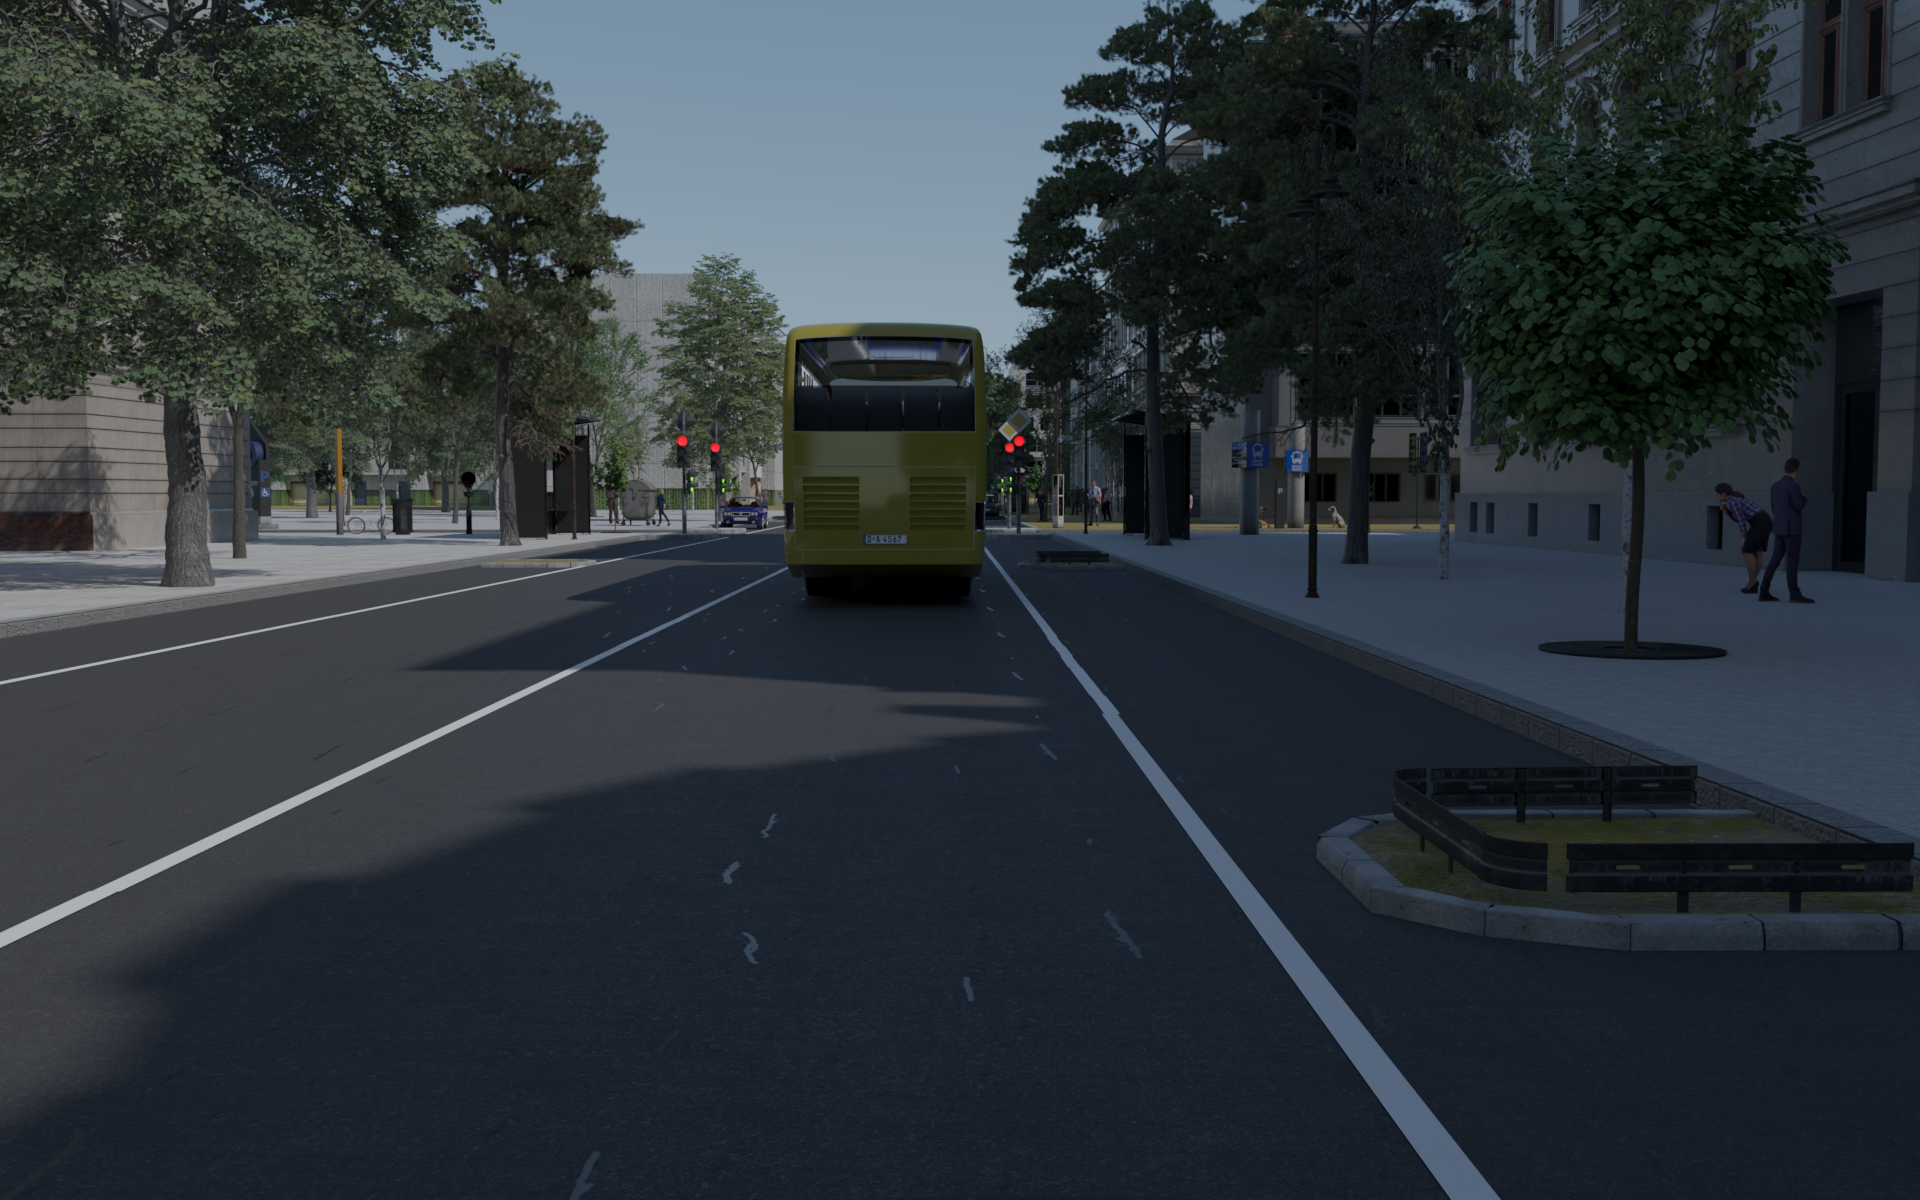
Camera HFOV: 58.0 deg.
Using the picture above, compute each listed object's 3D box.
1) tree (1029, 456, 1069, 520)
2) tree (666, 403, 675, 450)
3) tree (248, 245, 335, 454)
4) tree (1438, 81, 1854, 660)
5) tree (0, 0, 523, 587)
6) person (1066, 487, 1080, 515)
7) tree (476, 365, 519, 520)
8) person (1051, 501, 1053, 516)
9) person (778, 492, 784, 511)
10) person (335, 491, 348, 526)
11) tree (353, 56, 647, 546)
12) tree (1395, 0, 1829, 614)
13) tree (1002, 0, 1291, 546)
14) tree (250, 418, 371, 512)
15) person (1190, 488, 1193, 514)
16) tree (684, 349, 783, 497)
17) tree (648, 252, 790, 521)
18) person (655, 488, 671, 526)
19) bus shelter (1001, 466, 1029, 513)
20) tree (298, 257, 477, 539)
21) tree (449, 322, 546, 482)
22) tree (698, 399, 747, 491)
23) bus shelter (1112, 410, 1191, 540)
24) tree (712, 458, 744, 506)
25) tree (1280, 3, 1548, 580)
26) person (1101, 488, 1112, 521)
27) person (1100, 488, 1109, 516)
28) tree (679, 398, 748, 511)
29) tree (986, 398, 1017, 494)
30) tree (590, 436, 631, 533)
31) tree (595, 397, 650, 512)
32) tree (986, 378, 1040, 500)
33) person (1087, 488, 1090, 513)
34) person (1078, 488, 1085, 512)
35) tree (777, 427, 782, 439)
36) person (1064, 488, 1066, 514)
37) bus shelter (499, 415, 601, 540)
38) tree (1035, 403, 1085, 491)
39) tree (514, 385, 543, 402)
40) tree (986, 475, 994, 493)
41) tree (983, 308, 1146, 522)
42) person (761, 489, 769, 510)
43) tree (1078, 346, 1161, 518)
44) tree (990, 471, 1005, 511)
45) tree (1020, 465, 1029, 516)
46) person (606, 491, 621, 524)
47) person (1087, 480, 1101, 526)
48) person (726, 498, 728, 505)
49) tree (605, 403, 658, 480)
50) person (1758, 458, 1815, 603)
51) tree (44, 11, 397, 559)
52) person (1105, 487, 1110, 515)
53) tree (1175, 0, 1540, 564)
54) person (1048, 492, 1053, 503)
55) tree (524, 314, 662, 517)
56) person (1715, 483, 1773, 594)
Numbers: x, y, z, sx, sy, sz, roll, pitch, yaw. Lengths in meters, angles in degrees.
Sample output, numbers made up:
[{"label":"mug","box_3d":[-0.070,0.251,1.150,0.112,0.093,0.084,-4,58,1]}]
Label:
[{"label":"tree","box_3d":[4.458,-5.536,85.117,1.663,3.219,1.824,0,3,0]},{"label":"tree","box_3d":[-19.781,-10.873,128.143,4.360,8.622,3.978,0,3,0]},{"label":"tree","box_3d":[-33.054,-10.510,79.269,7.806,13.903,7.818,0,3,0]},{"label":"tree","box_3d":[5.397,-1.846,13.903,4.285,4.588,4.351,0,3,0]},{"label":"tree","box_3d":[-10.764,-7.151,23.580,9.857,13.997,8.962,0,3,0]},{"label":"person","box_3d":[6.906,-5.941,103.870,0.565,1.739,0.600,-2,4,-35]},{"label":"tree","box_3d":[-22.701,-8.193,84.316,4.360,8.622,3.978,0,3,0]},{"label":"person","box_3d":[5.503,-5.823,101.937,0.600,1.739,0.565,-2,4,-31]},{"label":"person","box_3d":[-13.692,-7.614,133.768,0.697,1.427,0.421,0,4,4]},{"label":"person","box_3d":[-24.823,-3.794,69.549,0.593,1.643,0.415,0,4,4]},{"label":"tree","box_3d":[-11.291,-7.378,42.680,6.751,12.117,7.091,0,3,0]},{"label":"tree","box_3d":[7.116,-4.174,18.603,4.737,8.622,4.395,0,3,0]},{"label":"tree","box_3d":[4.746,-8.300,43.130,7.806,13.903,7.818,0,3,0]},{"label":"tree","box_3d":[-50.584,-9.661,120.863,11.467,7.101,20.602,1,4,12]},{"label":"person","box_3d":[7.909,-3.122,61.004,0.517,1.644,0.566,-3,5,-40]},{"label":"tree","box_3d":[-12.508,-10.529,106.556,8.767,10.594,7.601,-1,4,-20]},{"label":"tree","box_3d":[-10.911,-10.010,81.786,7.486,12.596,7.792,0,3,0]},{"label":"person","box_3d":[-11.778,-3.671,68.601,0.613,1.512,0.480,-3,5,-44]},{"label":"bus shelter","box_3d":[3.921,-7.753,120.691,2.014,3.302,5.546,0,4,-1]},{"label":"tree","box_3d":[-16.599,-6.054,49.350,4.360,8.622,3.978,0,3,0]},{"label":"tree","box_3d":[-26.889,-11.420,104.851,7.486,12.596,7.792,0,3,0]},{"label":"tree","box_3d":[-18.696,-11.236,134.077,4.737,8.622,4.395,0,3,0]},{"label":"bus shelter","box_3d":[5.640,-3.671,51.309,1.731,3.624,6.357,0,4,0]},{"label":"tree","box_3d":[-12.398,-5.895,90.977,1.663,3.219,1.824,0,3,0]},{"label":"tree","box_3d":[7.021,-4.611,25.752,4.360,8.622,3.978,0,3,0]},{"label":"person","box_3d":[6.932,-4.509,81.984,0.590,1.554,0.614,-1,4,-9]},{"label":"person","box_3d":[8.410,-5.697,100.893,0.444,1.614,0.593,-2,4,-26]},{"label":"tree","box_3d":[-16.704,-10.448,121.193,4.360,8.622,3.978,0,3,0]},{"label":"tree","box_3d":[3.668,-18.906,215.760,9.857,13.997,8.962,0,3,0]},{"label":"tree","box_3d":[-11.303,-3.816,56.996,1.663,3.219,1.824,0,3,0]},{"label":"tree","box_3d":[-24.825,-10.791,126.799,4.737,8.622,4.395,0,3,0]},{"label":"tree","box_3d":[3.257,-13.960,154.001,9.928,11.665,9.643,0,3,0]},{"label":"person","box_3d":[8.720,-6.691,116.384,0.436,1.711,0.756,0,4,-3]},{"label":"person","box_3d":[8.770,-7.197,124.533,0.655,1.722,0.431,-2,4,-34]},{"label":"tree","box_3d":[-11.835,-10.965,129.646,4.737,8.622,4.395,0,3,0]},{"label":"person","box_3d":[6.558,-6.334,110.291,0.565,1.739,0.600,-1,4,-12]},{"label":"bus shelter","box_3d":[-12.198,-3.707,51.887,1.731,3.624,6.357,0,4,-1]},{"label":"tree","box_3d":[7.421,-11.122,132.214,4.737,8.622,4.395,0,3,0]},{"label":"tree","box_3d":[-21.679,-8.612,75.219,7.601,10.594,8.767,-3,4,-37]},{"label":"tree","box_3d":[2.739,-13.087,197.690,4.285,4.588,4.351,0,3,0]},{"label":"tree","box_3d":[3.864,-8.788,78.099,8.767,10.594,7.601,-1,4,-10]},{"label":"person","box_3d":[-15.509,-8.025,138.077,0.655,1.722,0.431,0,4,-1]},{"label":"tree","box_3d":[8.079,-8.275,85.658,4.360,8.622,3.978,0,3,0]},{"label":"tree","box_3d":[3.073,-8.541,134.243,1.663,3.219,1.824,0,3,0]},{"label":"tree","box_3d":[4.413,-6.400,99.235,1.663,3.219,1.824,0,3,0]},{"label":"person","box_3d":[-14.904,-4.145,74.493,0.600,1.739,0.565,3,4,37]},{"label":"person","box_3d":[5.286,-3.875,69.261,0.709,1.838,0.599,3,4,37]},{"label":"person","box_3d":[-14.862,-6.163,109.018,0.590,1.554,0.614,2,4,23]},{"label":"tree","box_3d":[-25.143,-11.195,133.396,4.360,8.622,3.978,0,3,0]},{"label":"person","box_3d":[9.797,-0.828,20.493,0.530,1.710,0.541,0,4,5]},{"label":"tree","box_3d":[-14.390,-6.079,33.808,8.767,10.594,7.601,0,4,5]},{"label":"person","box_3d":[8.654,-5.845,102.543,0.436,1.711,0.756,0,4,0]},{"label":"tree","box_3d":[7.422,-6.703,31.657,6.751,12.117,7.091,0,3,0]},{"label":"person","box_3d":[4.952,-5.014,91.251,0.697,1.427,0.421,2,4,35]},{"label":"tree","box_3d":[-20.362,-10.414,96.030,9.928,11.665,9.643,0,3,0]},{"label":"person","box_3d":[10.119,-0.802,22.383,0.697,1.427,0.421,2,4,26]}]
